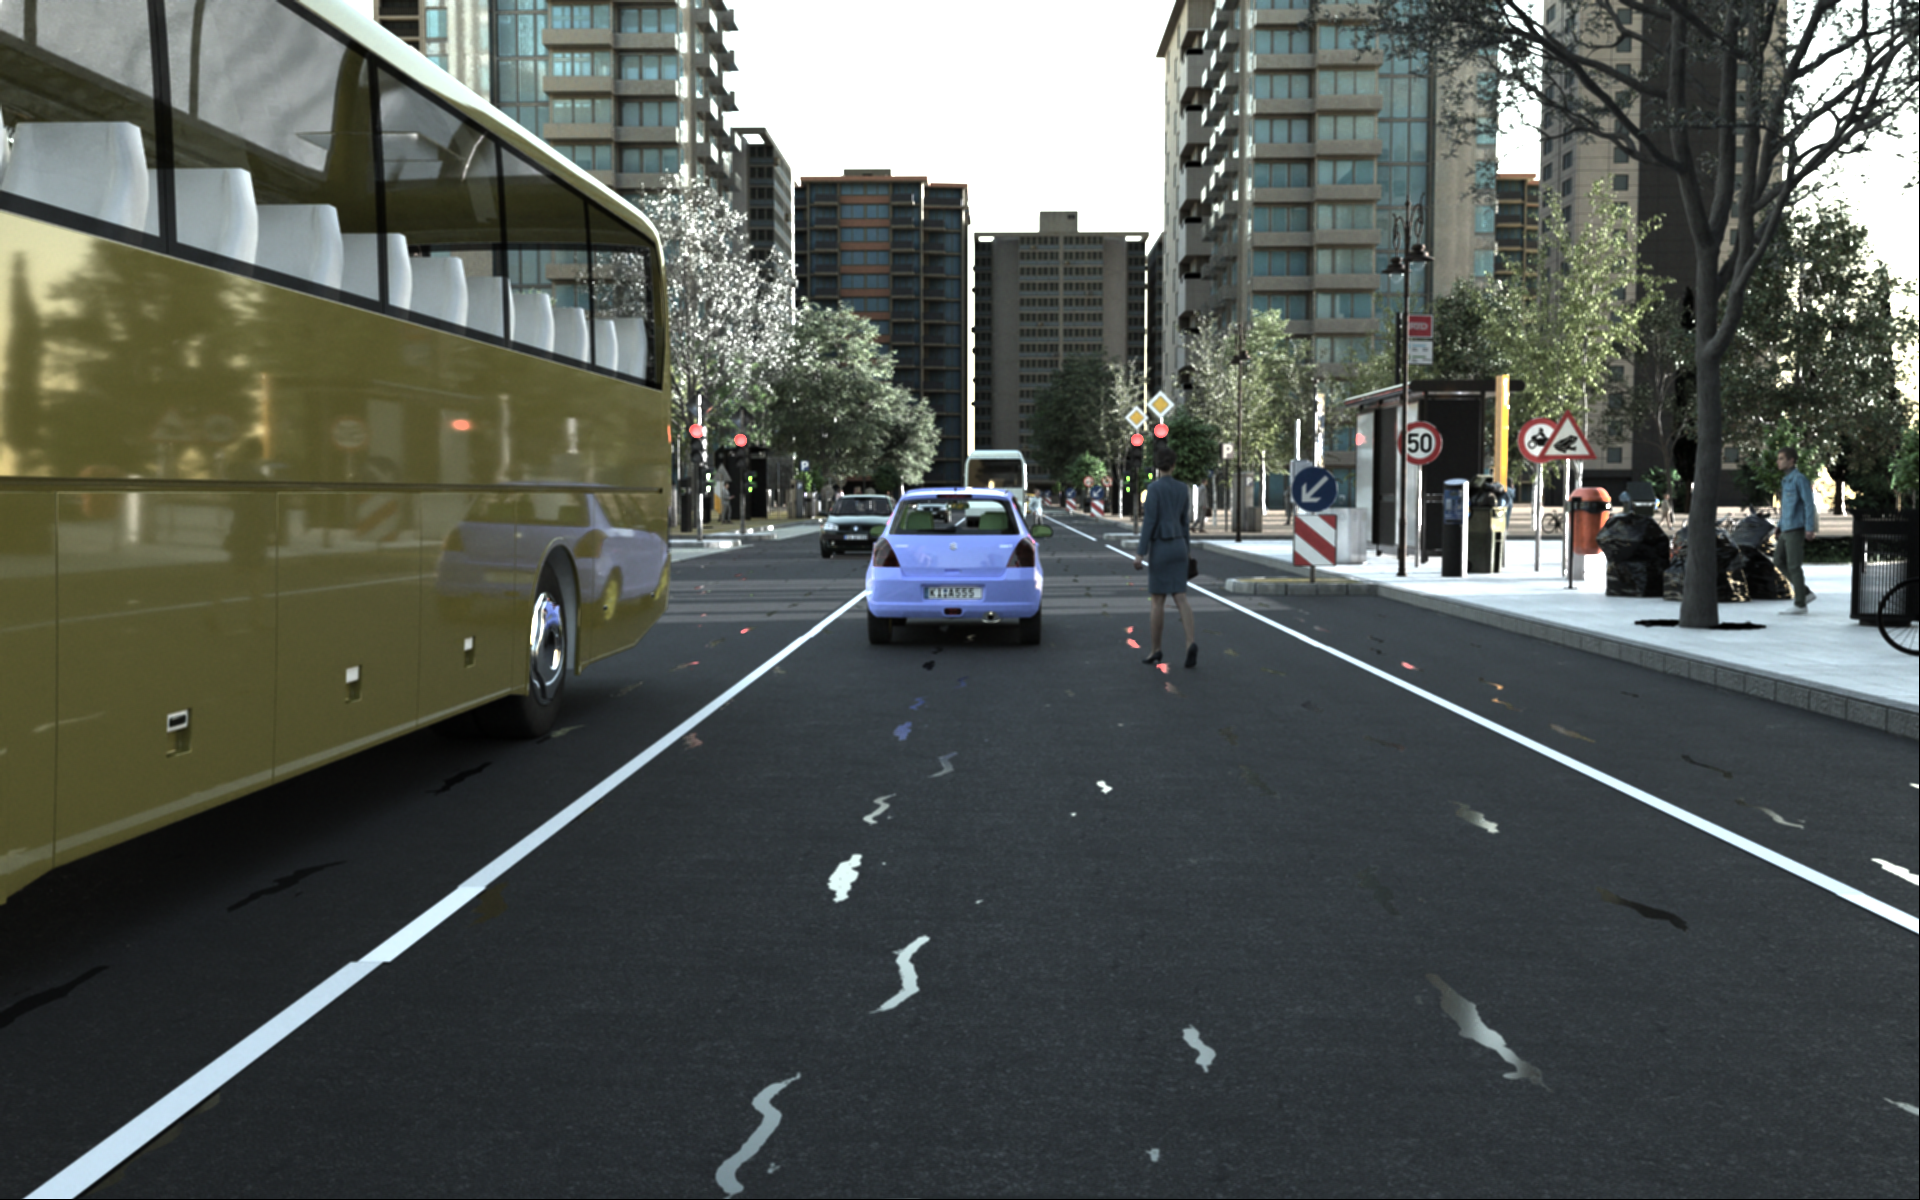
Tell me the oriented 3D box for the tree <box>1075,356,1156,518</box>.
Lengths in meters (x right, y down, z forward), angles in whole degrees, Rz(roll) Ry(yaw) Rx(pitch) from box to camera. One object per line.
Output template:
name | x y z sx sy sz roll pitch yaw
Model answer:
tree | 8.480 -8.704 92.667 4.360 8.622 3.978 0 3 0

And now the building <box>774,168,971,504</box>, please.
building | -12.999 -35.537 235.657 28.867 44.769 22.147 0 4 1

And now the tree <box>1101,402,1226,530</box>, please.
tree | 8.027 -4.799 62.176 4.285 4.588 4.351 0 3 0

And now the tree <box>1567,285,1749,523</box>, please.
tree | 31.410 -8.700 76.658 8.767 10.594 7.601 -1 4 -12

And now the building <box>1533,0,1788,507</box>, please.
building | 71.843 -45.509 182.319 20.611 71.187 20.563 0 4 1

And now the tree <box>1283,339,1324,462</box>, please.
tree | 16.424 -8.024 81.549 4.360 8.622 3.978 0 3 0

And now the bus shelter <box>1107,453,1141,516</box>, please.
bus shelter | 9.764 -6.841 103.129 1.731 3.624 6.357 0 4 1

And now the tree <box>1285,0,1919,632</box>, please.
tree | 7.198 -6.471 16.174 12.009 13.543 11.850 0 3 0

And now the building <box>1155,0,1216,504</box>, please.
building | 35.736 -36.133 180.005 28.713 52.752 27.495 0 4 1

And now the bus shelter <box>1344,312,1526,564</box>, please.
bus shelter | 9.402 -3.573 36.054 2.179 5.291 8.768 0 4 1

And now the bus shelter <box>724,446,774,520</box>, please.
bus shelter | -10.619 -5.869 87.236 1.731 3.624 6.357 0 4 1

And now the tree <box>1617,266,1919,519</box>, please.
tree | 51.776 -12.773 110.659 18.604 14.587 13.155 2 4 25

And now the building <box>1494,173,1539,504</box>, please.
building | 64.916 -35.425 233.827 28.867 44.769 22.147 0 4 1

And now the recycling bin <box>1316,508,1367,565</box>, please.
recycling bin | 7.006 -1.179 31.835 0.722 1.027 0.722 3 4 39

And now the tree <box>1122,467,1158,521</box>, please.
tree | 8.484 -5.371 82.410 1.663 3.219 1.824 0 3 0

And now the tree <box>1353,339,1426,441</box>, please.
tree | 30.521 -12.293 119.110 7.486 12.596 7.792 0 3 0

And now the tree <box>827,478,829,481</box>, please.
tree | -8.488 -6.523 101.245 1.663 3.219 1.824 0 3 0

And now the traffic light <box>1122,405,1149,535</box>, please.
traffic light | 5.558 -4.030 54.809 0.839 4.253 0.868 0 4 1

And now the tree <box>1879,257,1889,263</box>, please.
tree | 55.895 -11.685 92.873 18.604 14.587 13.155 0 4 -3

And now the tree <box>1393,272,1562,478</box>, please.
tree | 26.552 -10.544 89.395 9.611 12.733 9.660 0 3 0

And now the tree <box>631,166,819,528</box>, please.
tree | -10.045 -9.472 65.231 12.009 13.543 11.850 0 3 0

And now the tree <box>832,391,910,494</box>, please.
tree | -7.834 -12.900 145.323 8.767 10.594 7.601 2 4 26

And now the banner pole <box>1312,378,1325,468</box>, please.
banner pole | 7.784 -2.914 37.665 0.401 3.779 0.863 2 4 30

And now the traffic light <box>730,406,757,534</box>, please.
traffic light | -6.901 -4.045 55.062 0.839 4.253 0.868 0 4 1

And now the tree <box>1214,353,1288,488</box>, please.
tree | 15.230 -8.616 91.240 4.737 8.622 4.395 0 3 0

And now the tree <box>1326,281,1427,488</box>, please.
tree | 15.059 -6.735 60.473 4.737 8.622 4.395 0 3 0

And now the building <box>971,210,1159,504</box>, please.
building | 13.559 -33.532 240.123 23.993 40.220 32.217 0 4 1

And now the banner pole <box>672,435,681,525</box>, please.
banner pole | -12.068 -5.064 72.817 0.863 3.779 0.401 -2 4 -24

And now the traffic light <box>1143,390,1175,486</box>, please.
traffic light | 5.385 -3.542 46.826 0.839 4.253 0.868 0 4 1

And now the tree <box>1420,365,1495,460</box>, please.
tree | 30.448 -10.633 108.262 8.767 10.594 7.601 0 4 2

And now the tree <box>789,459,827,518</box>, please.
tree | -8.614 -6.133 94.879 1.663 3.219 1.824 0 3 0

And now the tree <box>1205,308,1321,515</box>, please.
tree | 18.423 -11.484 105.890 7.486 12.596 7.792 0 3 0

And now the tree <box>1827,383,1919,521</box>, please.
tree | 50.241 -6.953 76.593 20.602 7.101 11.467 0 4 -6

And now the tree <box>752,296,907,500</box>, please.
tree | -8.680 -12.612 112.861 9.857 13.997 8.962 0 3 0

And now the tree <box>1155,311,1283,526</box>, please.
tree | 10.264 -7.260 69.061 4.360 8.622 3.978 0 3 0

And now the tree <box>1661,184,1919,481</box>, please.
tree | 31.055 -9.006 64.256 9.611 12.733 9.660 0 3 0

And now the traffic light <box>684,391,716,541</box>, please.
traffic light | -7.073 -3.557 47.079 0.839 4.253 0.868 0 4 1

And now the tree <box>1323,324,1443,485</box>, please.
tree | 18.180 -7.467 72.448 4.360 8.622 3.978 0 3 0

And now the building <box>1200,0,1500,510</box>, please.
building | 33.107 -32.513 151.196 23.786 49.044 30.456 0 4 1

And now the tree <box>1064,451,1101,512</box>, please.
tree | 9.394 -8.758 126.913 4.285 4.588 4.351 0 3 0

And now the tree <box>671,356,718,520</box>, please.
tree | -14.126 -8.379 87.360 4.737 8.622 4.395 0 3 0

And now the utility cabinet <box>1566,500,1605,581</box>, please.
utility cabinet | 9.448 -0.916 26.140 0.306 1.237 1.020 3 4 37

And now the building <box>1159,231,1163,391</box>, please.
building | 38.176 -33.503 239.659 23.993 40.220 32.217 0 4 1

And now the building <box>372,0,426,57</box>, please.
building | -65.960 -48.721 234.843 20.611 71.187 20.563 0 4 1
